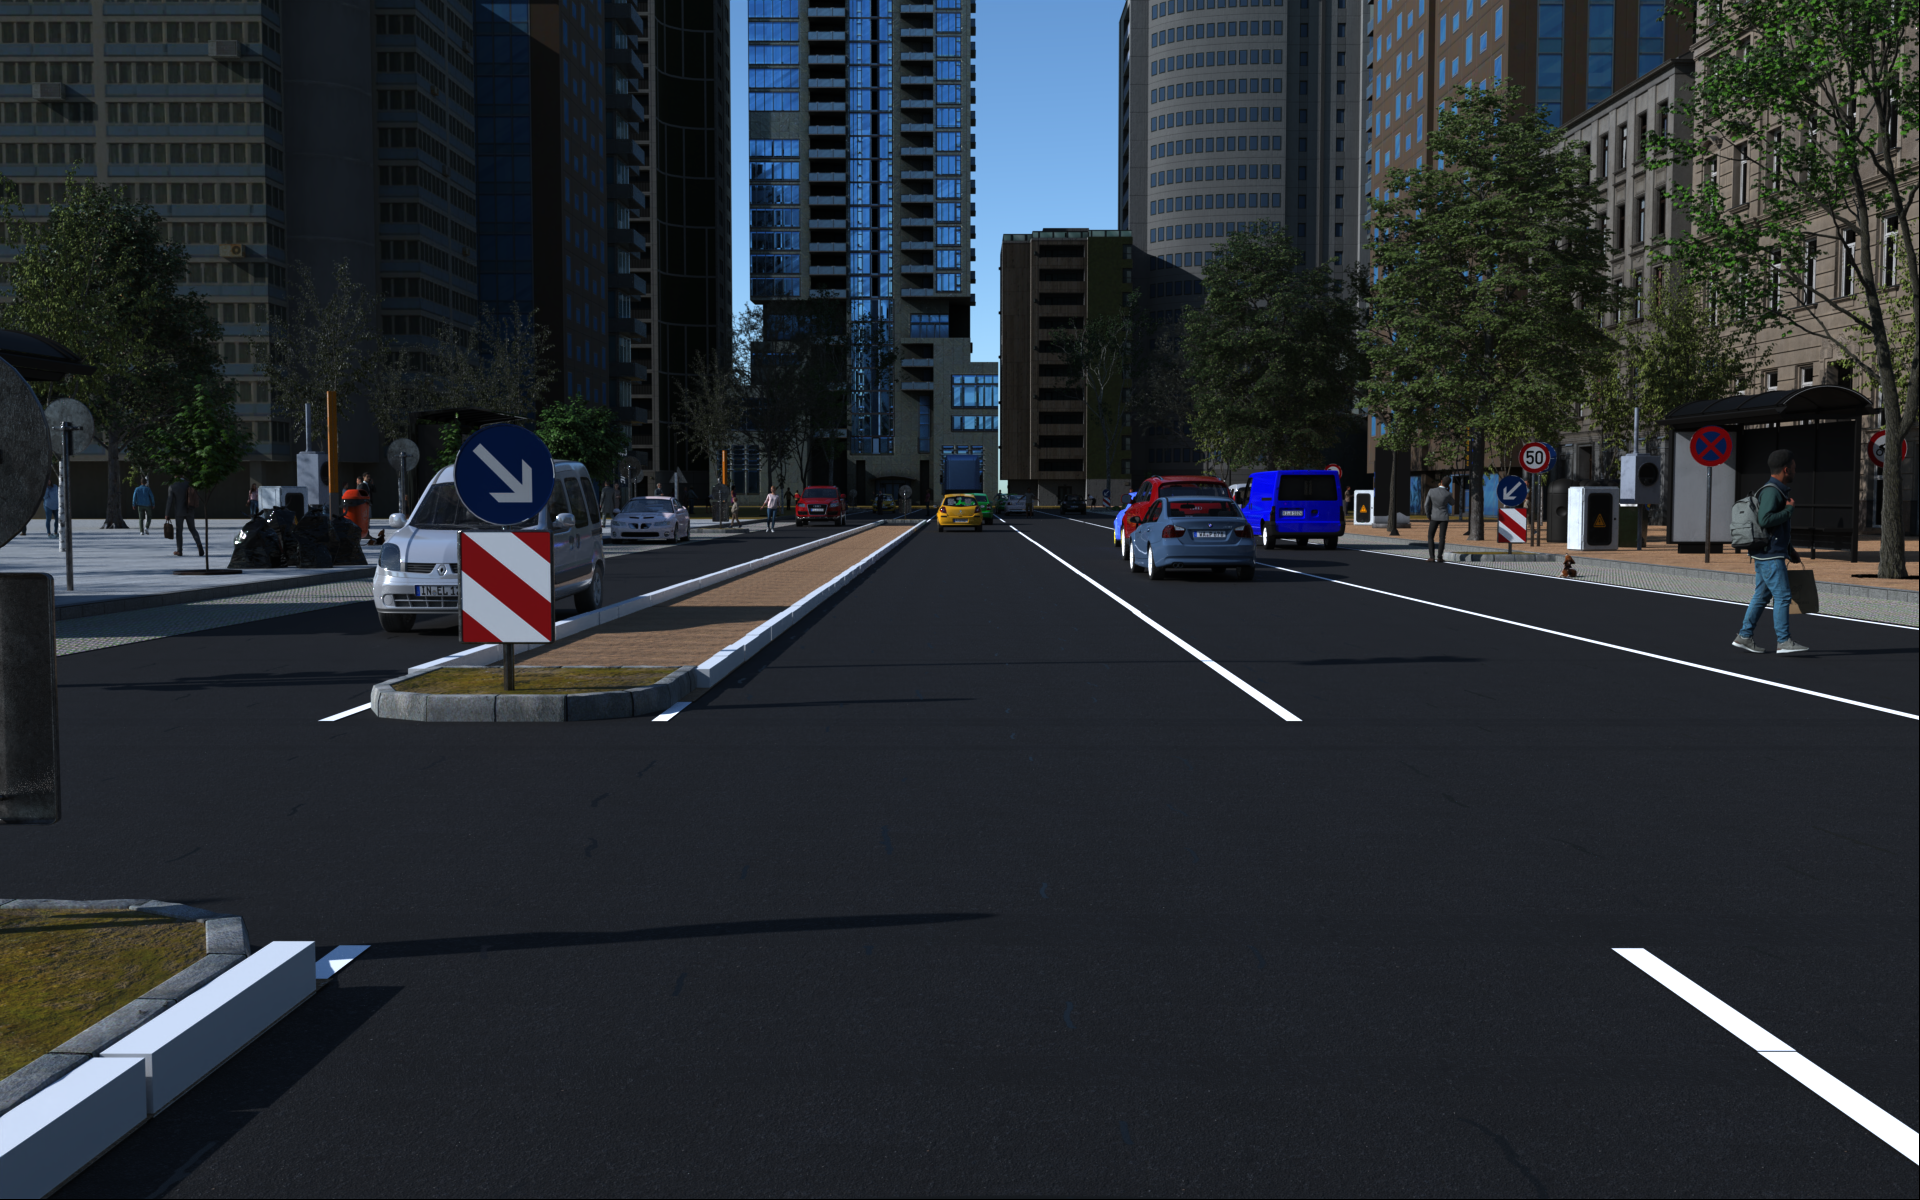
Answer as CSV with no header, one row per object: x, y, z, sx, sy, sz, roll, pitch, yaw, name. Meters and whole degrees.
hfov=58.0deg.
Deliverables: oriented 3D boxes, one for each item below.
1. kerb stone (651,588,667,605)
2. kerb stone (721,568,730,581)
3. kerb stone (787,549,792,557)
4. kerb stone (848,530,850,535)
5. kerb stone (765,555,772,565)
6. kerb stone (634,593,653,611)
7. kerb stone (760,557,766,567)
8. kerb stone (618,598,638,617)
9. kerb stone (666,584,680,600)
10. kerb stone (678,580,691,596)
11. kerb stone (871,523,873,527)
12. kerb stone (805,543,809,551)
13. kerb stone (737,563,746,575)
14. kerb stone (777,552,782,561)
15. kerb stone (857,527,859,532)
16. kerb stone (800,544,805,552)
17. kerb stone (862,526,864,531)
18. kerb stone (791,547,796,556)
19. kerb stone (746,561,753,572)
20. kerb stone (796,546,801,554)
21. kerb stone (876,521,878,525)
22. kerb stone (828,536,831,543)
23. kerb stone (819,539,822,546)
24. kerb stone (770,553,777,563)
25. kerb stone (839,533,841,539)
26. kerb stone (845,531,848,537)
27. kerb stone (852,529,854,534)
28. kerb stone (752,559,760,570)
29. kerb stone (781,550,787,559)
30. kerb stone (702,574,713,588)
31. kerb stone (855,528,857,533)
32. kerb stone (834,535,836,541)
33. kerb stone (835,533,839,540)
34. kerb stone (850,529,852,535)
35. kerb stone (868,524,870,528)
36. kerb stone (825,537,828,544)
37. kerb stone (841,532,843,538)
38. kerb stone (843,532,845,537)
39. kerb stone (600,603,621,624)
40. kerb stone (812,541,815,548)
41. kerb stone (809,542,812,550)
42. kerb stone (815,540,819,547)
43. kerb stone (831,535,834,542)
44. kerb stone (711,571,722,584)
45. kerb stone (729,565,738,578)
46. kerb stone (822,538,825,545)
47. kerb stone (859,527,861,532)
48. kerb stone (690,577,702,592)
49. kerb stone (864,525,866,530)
-3.974,-0.014,22.445,0.120,0.150,1.000,0,4,0,kerb stone
-3.962,-0.385,28.588,0.120,0.150,1.000,0,4,0,kerb stone
-3.934,-1.016,38.839,0.120,0.150,1.000,0,4,0,kerb stone
-3.894,-2.208,58.320,0.120,0.150,1.000,0,4,0,kerb stone
-3.942,-0.758,34.749,0.120,0.150,1.000,0,4,0,kerb stone
-3.982,0.049,21.421,0.120,0.150,1.000,0,4,0,kerb stone
-3.948,-0.705,33.727,0.120,0.150,1.000,0,4,0,kerb stone
-3.980,0.110,20.399,0.120,0.150,1.000,0,4,0,kerb stone
-3.974,-0.077,23.467,0.120,0.150,1.000,0,4,0,kerb stone
-3.977,-0.141,24.495,0.120,0.150,1.000,0,4,0,kerb stone
-3.858,-3.085,72.690,0.120,0.150,1.000,0,4,0,kerb stone
-3.921,-1.269,42.938,0.120,0.150,1.000,0,4,0,kerb stone
-3.954,-0.517,30.644,0.120,0.150,1.000,0,4,0,kerb stone
-3.945,-0.889,36.794,0.120,0.150,1.000,0,4,0,kerb stone
-3.877,-2.524,63.465,0.120,0.150,1.000,0,4,0,kerb stone
-3.926,-1.206,41.916,0.120,0.150,1.000,0,4,0,kerb stone
-3.881,-2.712,66.537,0.120,0.150,1.000,0,4,0,kerb stone
-3.933,-1.081,39.870,0.120,0.150,1.000,0,4,0,kerb stone
-3.958,-0.577,31.666,0.120,0.150,1.000,0,4,0,kerb stone
-3.931,-1.144,40.892,0.120,0.150,1.000,0,4,0,kerb stone
-3.846,-3.338,76.806,0.120,0.150,1.000,0,4,0,kerb stone
-3.904,-1.708,50.119,0.120,0.150,1.000,0,4,0,kerb stone
-3.922,-1.519,47.038,0.120,0.150,1.000,0,4,0,kerb stone
-3.941,-0.830,35.771,0.120,0.150,1.000,0,4,0,kerb stone
-3.895,-1.959,54.217,0.120,0.150,1.000,0,4,0,kerb stone
-3.894,-2.145,57.293,0.120,0.150,1.000,0,4,0,kerb stone
-3.885,-2.335,60.375,0.120,0.150,1.000,0,4,0,kerb stone
-3.945,-0.640,32.696,0.120,0.150,1.000,0,4,0,kerb stone
-3.939,-0.955,37.816,0.120,0.150,1.000,0,4,0,kerb stone
-3.961,-0.263,26.540,0.120,0.150,1.000,0,4,0,kerb stone
-3.884,-2.461,62.439,0.120,0.150,1.000,0,4,0,kerb stone
-3.911,-1.824,52.173,0.120,0.150,1.000,0,4,0,kerb stone
-3.905,-1.896,53.195,0.120,0.150,1.000,0,4,0,kerb stone
-3.890,-2.272,59.345,0.120,0.150,1.000,0,4,0,kerb stone
-3.862,-2.959,70.640,0.120,0.150,1.000,0,4,0,kerb stone
-3.913,-1.645,49.097,0.120,0.150,1.000,0,4,0,kerb stone
-3.894,-2.021,55.240,0.120,0.150,1.000,0,4,0,kerb stone
-3.904,-2.082,56.267,0.120,0.150,1.000,0,4,0,kerb stone
-3.982,0.174,19.376,0.120,0.150,1.000,0,4,0,kerb stone
-3.925,-1.394,44.984,0.120,0.150,1.000,0,4,0,kerb stone
-3.923,-1.331,43.961,0.120,0.150,1.000,0,4,0,kerb stone
-3.924,-1.453,46.006,0.120,0.150,1.000,0,4,0,kerb stone
-3.904,-1.762,51.142,0.120,0.150,1.000,0,4,0,kerb stone
-3.964,-0.326,27.562,0.120,0.150,1.000,0,4,0,kerb stone
-3.958,-0.454,29.618,0.120,0.150,1.000,0,4,0,kerb stone
-3.912,-1.583,48.070,0.120,0.150,1.000,0,4,0,kerb stone
-3.872,-2.587,64.491,0.120,0.150,1.000,0,4,0,kerb stone
-3.973,-0.203,25.517,0.120,0.150,1.000,0,4,0,kerb stone
-3.868,-2.775,67.561,0.120,0.150,1.000,0,4,0,kerb stone
